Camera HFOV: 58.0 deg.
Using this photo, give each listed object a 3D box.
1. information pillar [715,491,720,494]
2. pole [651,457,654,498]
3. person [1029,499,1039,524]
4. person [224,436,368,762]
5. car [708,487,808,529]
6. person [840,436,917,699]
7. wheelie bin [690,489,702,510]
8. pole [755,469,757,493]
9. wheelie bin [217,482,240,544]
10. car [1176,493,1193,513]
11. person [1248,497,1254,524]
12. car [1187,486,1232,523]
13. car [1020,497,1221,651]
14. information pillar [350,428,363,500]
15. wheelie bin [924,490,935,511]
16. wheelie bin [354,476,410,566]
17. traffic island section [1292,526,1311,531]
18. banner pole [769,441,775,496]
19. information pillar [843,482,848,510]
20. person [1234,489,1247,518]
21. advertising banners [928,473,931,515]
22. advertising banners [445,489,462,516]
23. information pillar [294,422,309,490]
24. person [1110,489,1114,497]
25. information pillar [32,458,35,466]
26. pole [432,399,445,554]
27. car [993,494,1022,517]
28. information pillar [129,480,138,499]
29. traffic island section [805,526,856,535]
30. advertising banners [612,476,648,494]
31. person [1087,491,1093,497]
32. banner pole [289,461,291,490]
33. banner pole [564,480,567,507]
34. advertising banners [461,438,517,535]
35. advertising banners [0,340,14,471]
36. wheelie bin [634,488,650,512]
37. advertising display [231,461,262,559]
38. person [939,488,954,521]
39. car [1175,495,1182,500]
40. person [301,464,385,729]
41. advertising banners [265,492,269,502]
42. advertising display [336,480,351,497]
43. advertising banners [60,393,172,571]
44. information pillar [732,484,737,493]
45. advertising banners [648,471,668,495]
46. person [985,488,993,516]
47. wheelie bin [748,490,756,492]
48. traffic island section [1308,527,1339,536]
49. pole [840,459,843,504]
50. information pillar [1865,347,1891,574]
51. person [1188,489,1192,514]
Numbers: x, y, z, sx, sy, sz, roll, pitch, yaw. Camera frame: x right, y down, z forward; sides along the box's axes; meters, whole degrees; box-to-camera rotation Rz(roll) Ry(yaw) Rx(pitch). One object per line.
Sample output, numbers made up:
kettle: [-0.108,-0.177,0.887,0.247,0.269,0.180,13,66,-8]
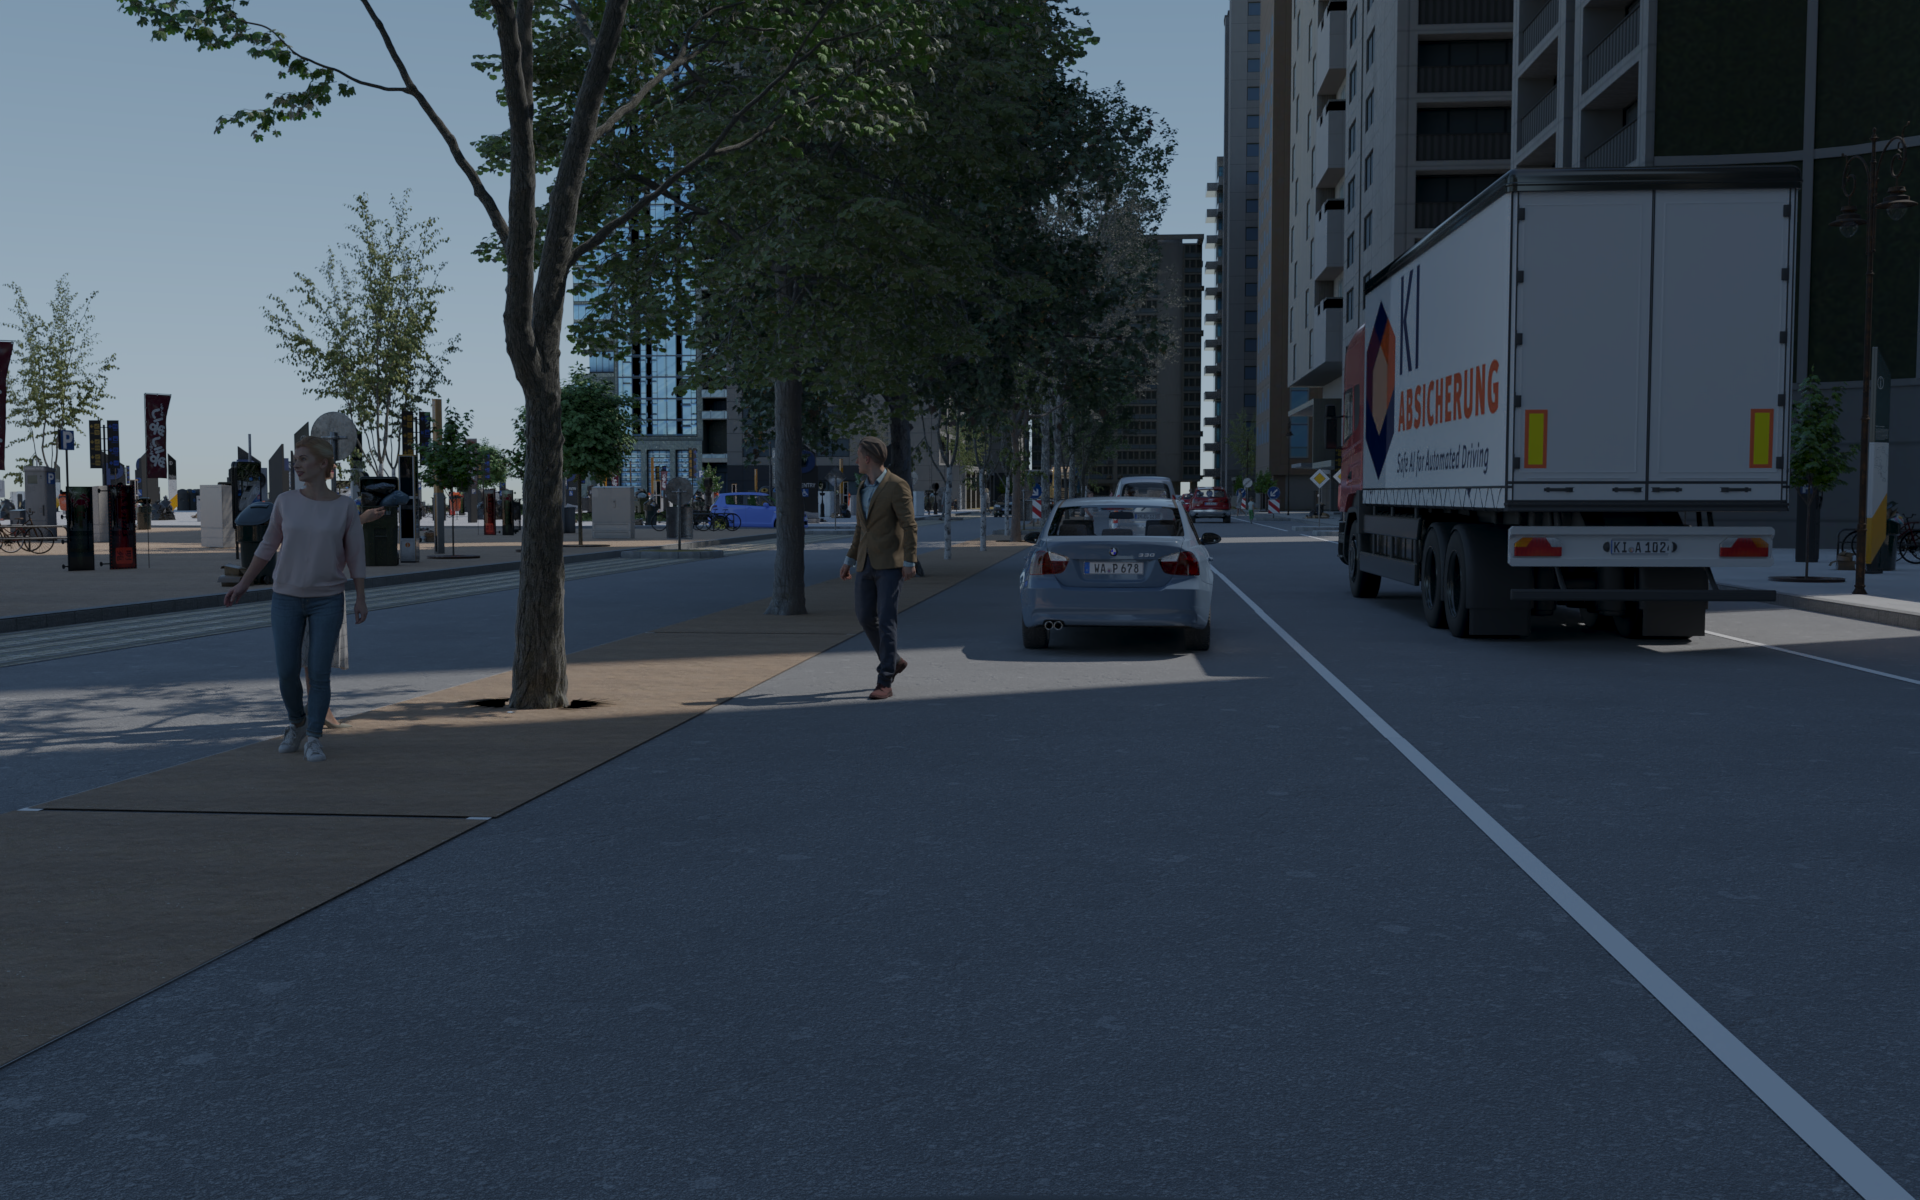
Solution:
information pillar: [-19.569,-8.269,139.697,0.304,2.012,0.304,0,4,3]
pole: [-17.089,-6.266,96.288,0.158,3.312,0.155,0,3,0]
person: [3.537,-4.529,82.800,0.529,1.795,0.600,3,4,38]
person: [-3.589,-0.012,9.372,0.731,1.740,0.598,-1,4,-18]
car: [-7.526,-3.370,64.695,3.694,1.707,1.945,0,4,6]
person: [-0.582,-0.245,12.413,0.656,1.842,0.836,1,4,15]
wheelie bin: [-15.350,-5.680,100.777,0.693,1.594,0.980,-2,4,-28]
pole: [-16.652,-9.024,141.393,0.158,3.312,0.155,0,3,0]
wheelie bin: [-18.749,-2.249,44.672,0.980,1.594,0.693,-2,4,-30]
car: [14.622,-6.115,109.021,2.155,1.783,4.494,0,4,6]
person: [14.101,-4.351,83.886,0.306,1.304,0.590,1,4,17]
car: [12.522,-4.783,86.875,2.281,1.827,5.304,0,4,7]
car: [1.597,-0.320,17.235,2.014,1.417,4.499,0,4,7]
information pillar: [-19.509,-3.952,55.976,0.183,3.616,0.504,2,4,26]
wheelie bin: [-2.346,-7.696,133.742,0.980,1.594,0.693,1,4,16]
wheelie bin: [-10.325,-1.407,30.915,0.980,1.594,0.693,-1,4,-20]
traffic island section: [14.127,-2.799,68.047,2.009,0.180,2.903,0,4,6]
banner pole: [-8.865,-5.639,82.217,0.401,3.779,0.863,-3,5,-44]
information pillar: [-6.823,-6.050,103.404,0.304,2.012,0.304,0,4,-4]
person: [17.039,-5.869,105.210,0.760,1.731,0.466,-1,4,-10]
advertising banners: [-1.874,-6.722,106.092,0.090,3.025,2.074,0,4,2]
advertising banners: [-30.193,-6.530,102.960,0.090,3.025,2.074,2,4,31]
information pillar: [-21.225,-3.951,55.949,0.504,3.616,0.183,0,4,3]
person: [12.044,-7.922,138.030,0.388,1.821,0.555,0,4,2]
information pillar: [-57.390,-7.092,107.313,0.183,3.616,0.504,-1,4,-18]
pole: [-11.199,-2.650,37.175,0.158,3.312,0.155,0,3,0]
car: [3.104,-6.020,108.214,2.009,1.686,4.222,0,4,7]
information pillar: [-41.806,-5.086,87.656,0.304,2.012,0.304,0,4,-3]
traffic island section: [-4.470,-2.422,61.883,2.009,0.180,2.903,0,4,6]
advertising banners: [-19.102,-6.319,99.506,2.074,3.025,0.090,-2,4,-27]
person: [3.630,-2.292,48.566,0.523,1.515,0.503,-1,4,-13]
banner pole: [-44.942,-7.681,115.595,0.863,3.779,0.401,0,4,2]
banner pole: [-32.474,-9.258,141.382,0.401,3.779,0.863,3,5,41]
advertising banners: [-14.664,-3.538,54.031,2.074,3.025,0.090,2,4,29]
advertising banners: [-11.627,-1.409,19.229,2.074,3.025,0.090,-2,4,-33]
wheelie bin: [-16.817,-5.107,91.399,0.693,1.594,0.980,-3,5,-42]
advertising display: [-14.160,-1.786,34.409,0.123,1.923,0.974,0,4,5]
person: [-0.748,-5.127,92.608,0.850,1.792,0.678,1,4,14]
car: [16.428,-7.372,132.886,2.083,1.381,4.827,0,4,7]
person: [-3.816,-0.093,10.584,0.524,1.755,0.480,-2,4,-32]
advertising banners: [-48.665,-7.630,120.932,2.074,3.025,0.090,2,4,25]
advertising display: [-28.918,-4.662,81.431,0.974,1.923,0.123,-3,5,-43]
advertising banners: [-14.324,-2.038,29.502,0.090,3.025,2.074,2,4,31]
information pillar: [-16.580,-7.506,127.214,0.304,2.012,0.304,0,3,0]
advertising banners: [-23.294,-8.318,132.191,2.074,3.025,0.090,1,4,9]
person: [1.759,-6.384,113.053,0.728,1.800,0.709,1,4,9]
wheelie bin: [-16.761,-8.041,139.376,0.980,1.594,0.693,-2,4,-32]
traffic island section: [13.332,-2.313,60.102,2.009,0.180,2.903,0,4,6]
pole: [-6.878,-6.517,100.397,0.158,3.312,0.155,0,3,0]
information pillar: [14.757,-2.231,27.840,0.504,3.616,0.183,-3,4,-36]
person: [16.022,-6.875,121.077,0.590,1.801,0.661,2,4,30]
